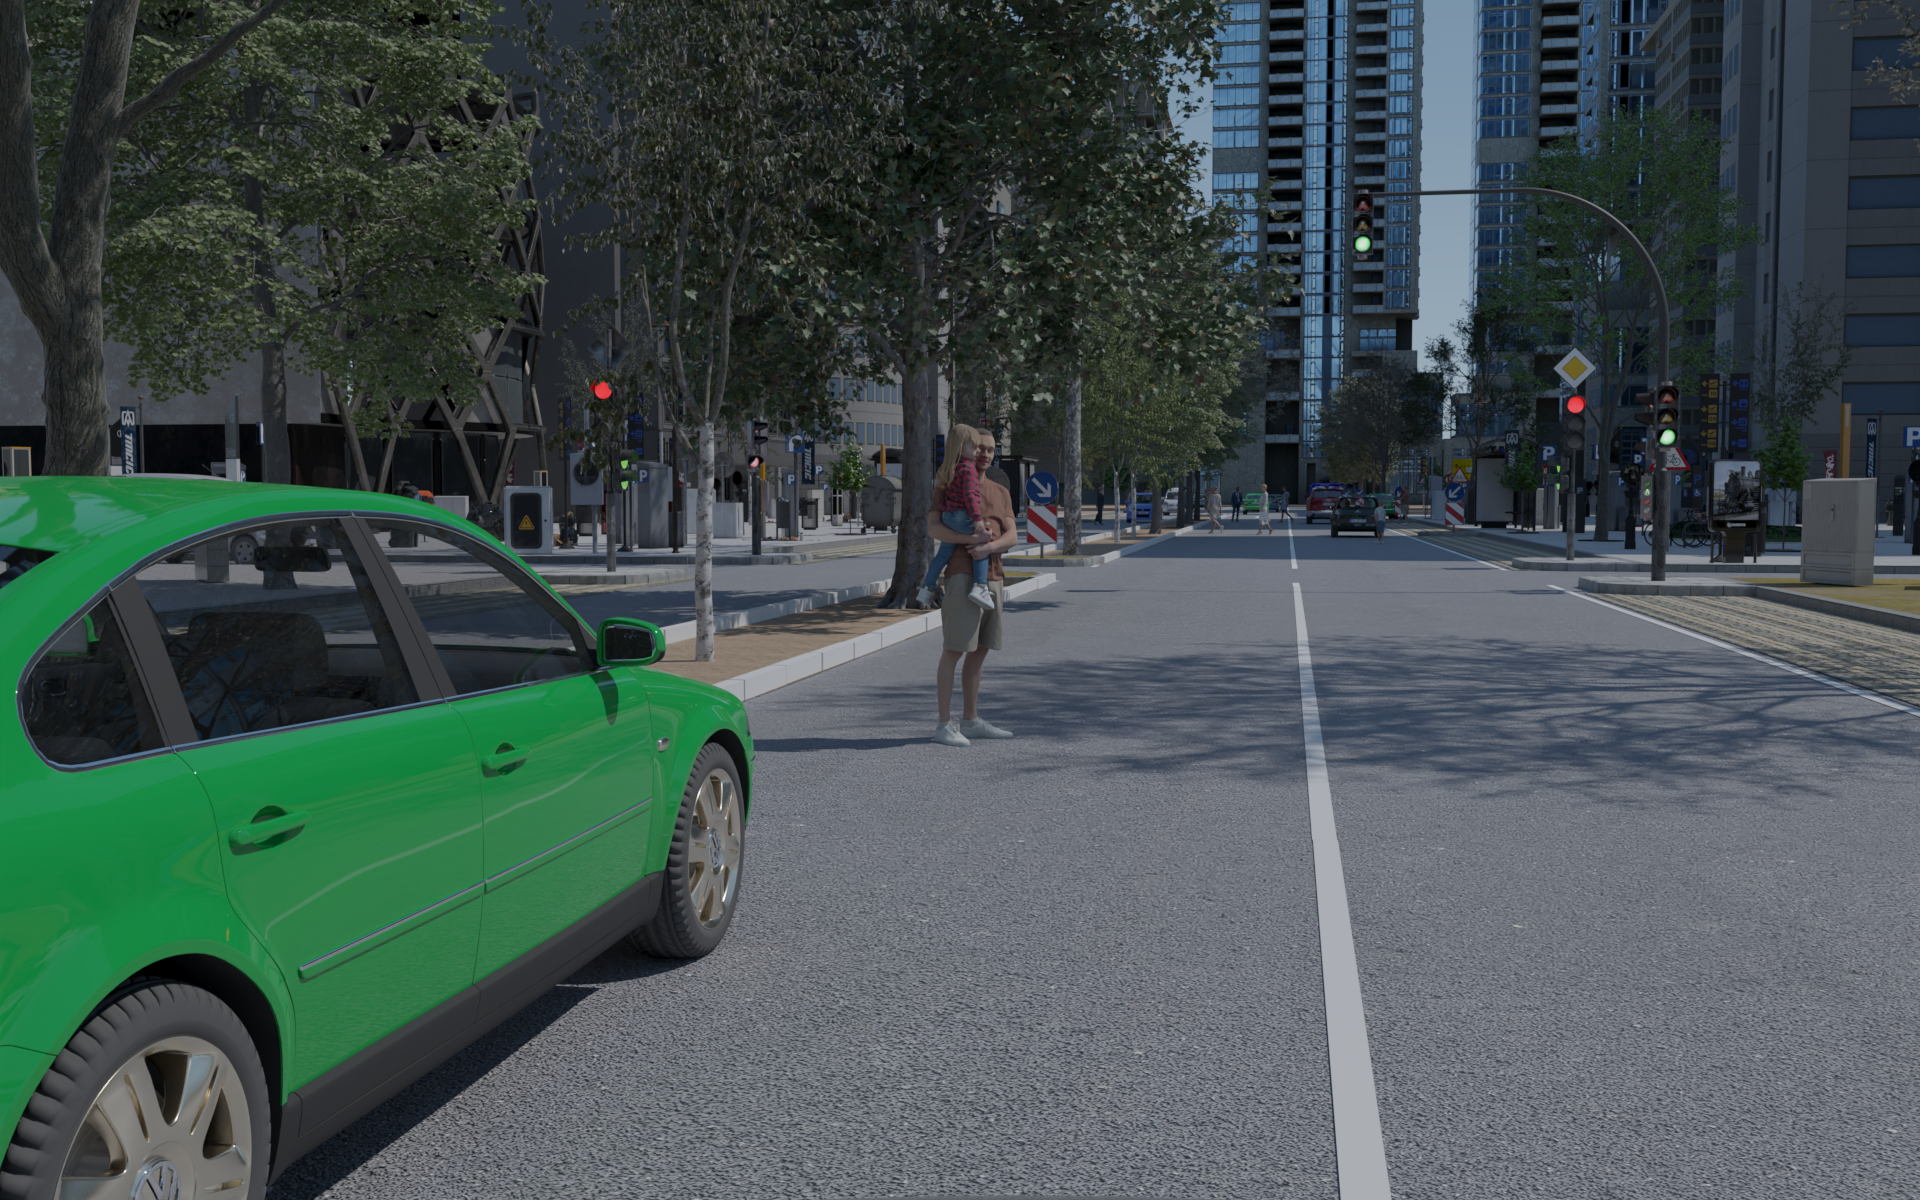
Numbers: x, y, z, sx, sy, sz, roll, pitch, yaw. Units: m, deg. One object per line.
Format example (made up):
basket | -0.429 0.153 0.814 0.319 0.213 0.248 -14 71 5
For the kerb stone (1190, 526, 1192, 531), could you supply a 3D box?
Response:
kerb stone | 8.704 -2.704 66.399 0.120 0.150 1.000 1 4 11

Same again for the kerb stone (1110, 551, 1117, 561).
kerb stone | 3.202 -0.915 37.167 0.120 0.150 1.000 1 4 11

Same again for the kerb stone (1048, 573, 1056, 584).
kerb stone | 1.400 -0.327 27.594 0.120 0.150 1.000 1 4 11

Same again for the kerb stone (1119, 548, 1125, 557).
kerb stone | 3.578 -1.040 39.193 0.120 0.150 1.000 1 4 11

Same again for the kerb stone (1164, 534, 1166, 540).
kerb stone | 6.054 -1.839 52.287 0.120 0.150 1.000 1 4 11

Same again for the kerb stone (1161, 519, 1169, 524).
kerb stone | 10.054 -3.836 84.919 0.120 0.150 1.000 1 4 11

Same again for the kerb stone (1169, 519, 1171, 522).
kerb stone | 10.254 -3.895 85.931 0.120 0.150 1.000 1 4 11

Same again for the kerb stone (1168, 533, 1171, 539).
kerb stone | 6.428 -1.963 54.297 0.120 0.150 1.000 1 4 11

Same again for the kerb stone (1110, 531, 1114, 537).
kerb stone | 4.939 -2.169 57.704 0.120 0.150 1.000 1 4 11

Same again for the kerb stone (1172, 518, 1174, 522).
kerb stone | 10.627 -4.021 87.945 0.120 0.150 1.000 1 4 11

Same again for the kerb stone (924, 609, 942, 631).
kerb stone | -0.305 0.223 18.544 0.120 0.150 1.000 1 4 11

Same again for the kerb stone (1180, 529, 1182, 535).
kerb stone | 7.570 -2.333 60.336 0.120 0.150 1.000 1 4 11

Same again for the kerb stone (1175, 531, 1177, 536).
kerb stone | 7.000 -2.147 57.323 0.120 0.150 1.000 1 4 11

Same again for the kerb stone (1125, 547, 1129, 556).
kerb stone | 3.768 -1.102 40.210 0.120 0.150 1.000 1 4 11

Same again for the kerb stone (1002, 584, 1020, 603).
kerb stone | 0.645 -0.084 23.574 0.120 0.150 1.000 1 4 11

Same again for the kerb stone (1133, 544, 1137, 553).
kerb stone | 4.154 -1.225 42.225 0.120 0.150 1.000 1 4 11

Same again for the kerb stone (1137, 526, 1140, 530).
kerb stone | 6.835 -2.786 67.786 0.120 0.150 1.000 1 4 11

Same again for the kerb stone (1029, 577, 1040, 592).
kerb stone | 1.017 -0.205 25.585 0.120 0.150 1.000 1 4 11

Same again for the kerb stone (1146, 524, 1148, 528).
kerb stone | 7.592 -3.035 71.820 0.120 0.150 1.000 1 4 11

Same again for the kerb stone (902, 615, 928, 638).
kerb stone | -0.508 0.285 17.532 0.120 0.150 1.000 1 4 11

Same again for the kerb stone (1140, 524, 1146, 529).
kerb stone | 7.403 -2.967 70.801 0.120 0.150 1.000 1 4 11

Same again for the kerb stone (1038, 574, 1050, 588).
kerb stone | 1.211 -0.269 26.588 0.120 0.150 1.000 1 4 11

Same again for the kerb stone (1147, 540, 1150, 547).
kerb stone | 4.908 -1.471 46.248 0.120 0.150 1.000 1 4 11

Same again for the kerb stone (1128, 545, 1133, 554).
kerb stone | 3.959 -1.163 41.219 0.120 0.150 1.000 1 4 11

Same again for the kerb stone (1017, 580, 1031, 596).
kerb stone | 0.834 -0.146 24.579 0.120 0.150 1.000 1 4 11

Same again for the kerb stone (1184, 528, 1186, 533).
kerb stone | 7.944 -2.454 62.357 0.120 0.150 1.000 1 4 11

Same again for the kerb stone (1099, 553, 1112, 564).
kerb stone | 3.011 -0.854 36.163 0.120 0.150 1.000 1 4 11

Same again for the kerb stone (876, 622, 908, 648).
kerb stone | -0.686 0.347 16.525 0.120 0.150 1.000 1 4 11

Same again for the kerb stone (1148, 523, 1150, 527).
kerb stone | 7.781 -3.097 72.826 0.120 0.150 1.000 1 4 11

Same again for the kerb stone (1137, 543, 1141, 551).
kerb stone | 4.350 -1.287 43.231 0.120 0.150 1.000 1 4 11

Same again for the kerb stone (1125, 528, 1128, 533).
kerb stone | 5.883 -2.479 62.743 0.120 0.150 1.000 1 4 11

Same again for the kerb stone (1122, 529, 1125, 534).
kerb stone | 5.698 -2.419 61.738 0.120 0.150 1.000 1 4 11

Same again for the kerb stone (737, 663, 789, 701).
kerb stone | -1.452 0.594 12.478 0.120 0.150 1.000 1 4 11

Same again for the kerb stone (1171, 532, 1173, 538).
kerb stone | 6.616 -2.025 55.304 0.120 0.150 1.000 1 4 11

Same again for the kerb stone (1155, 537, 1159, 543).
kerb stone | 5.478 -1.655 49.261 0.120 0.150 1.000 1 4 11

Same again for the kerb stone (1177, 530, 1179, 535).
kerb stone | 7.184 -2.210 58.328 0.120 0.150 1.000 1 4 11

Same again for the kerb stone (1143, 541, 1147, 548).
kerb stone | 4.721 -1.401 45.243 0.120 0.150 1.000 1 4 11

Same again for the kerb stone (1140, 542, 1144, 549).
kerb stone | 4.532 -1.348 44.238 0.120 0.150 1.000 1 4 11

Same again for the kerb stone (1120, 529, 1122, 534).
kerb stone | 5.499 -2.357 60.726 0.120 0.150 1.000 1 4 11

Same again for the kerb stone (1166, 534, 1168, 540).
kerb stone | 6.234 -1.900 53.293 0.120 0.150 1.000 1 4 11

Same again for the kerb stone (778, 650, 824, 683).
kerb stone | -1.269 0.532 13.492 0.120 0.150 1.000 1 4 11

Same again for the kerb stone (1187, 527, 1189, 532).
kerb stone | 8.322 -2.580 64.374 0.120 0.150 1.000 1 4 11

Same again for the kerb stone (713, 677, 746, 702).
kerb stone | -1.643 0.657 11.473 0.120 0.150 1.000 1 4 11

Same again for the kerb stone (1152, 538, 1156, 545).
kerb stone | 5.289 -1.593 48.256 0.120 0.150 1.000 1 4 11

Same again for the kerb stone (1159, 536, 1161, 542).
kerb stone | 5.668 -1.717 50.273 0.120 0.150 1.000 1 4 11

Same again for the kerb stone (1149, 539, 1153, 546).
kerb stone | 5.098 -1.533 47.252 0.120 0.150 1.000 1 4 11

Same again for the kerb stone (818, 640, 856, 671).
kerb stone | -1.072 0.471 14.498 0.120 0.150 1.000 1 4 11

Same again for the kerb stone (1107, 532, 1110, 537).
kerb stone | 4.733 -2.110 56.695 0.120 0.150 1.000 1 4 11

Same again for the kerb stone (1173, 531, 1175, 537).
kerb stone | 6.806 -2.087 56.310 0.120 0.150 1.000 1 4 11

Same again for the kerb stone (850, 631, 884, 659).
kerb stone | -0.878 0.413 15.505 0.120 0.150 1.000 1 4 11

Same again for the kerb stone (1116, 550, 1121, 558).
kerb stone | 3.385 -0.977 38.179 0.120 0.150 1.000 1 4 11

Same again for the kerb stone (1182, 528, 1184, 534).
kerb stone | 7.753 -2.390 61.346 0.120 0.150 1.000 1 4 11

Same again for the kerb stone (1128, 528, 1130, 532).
kerb stone | 6.074 -2.542 63.762 0.120 0.150 1.000 1 4 11

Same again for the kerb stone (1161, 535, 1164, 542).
kerb stone | 5.858 -1.779 51.283 0.120 0.150 1.000 1 4 11
